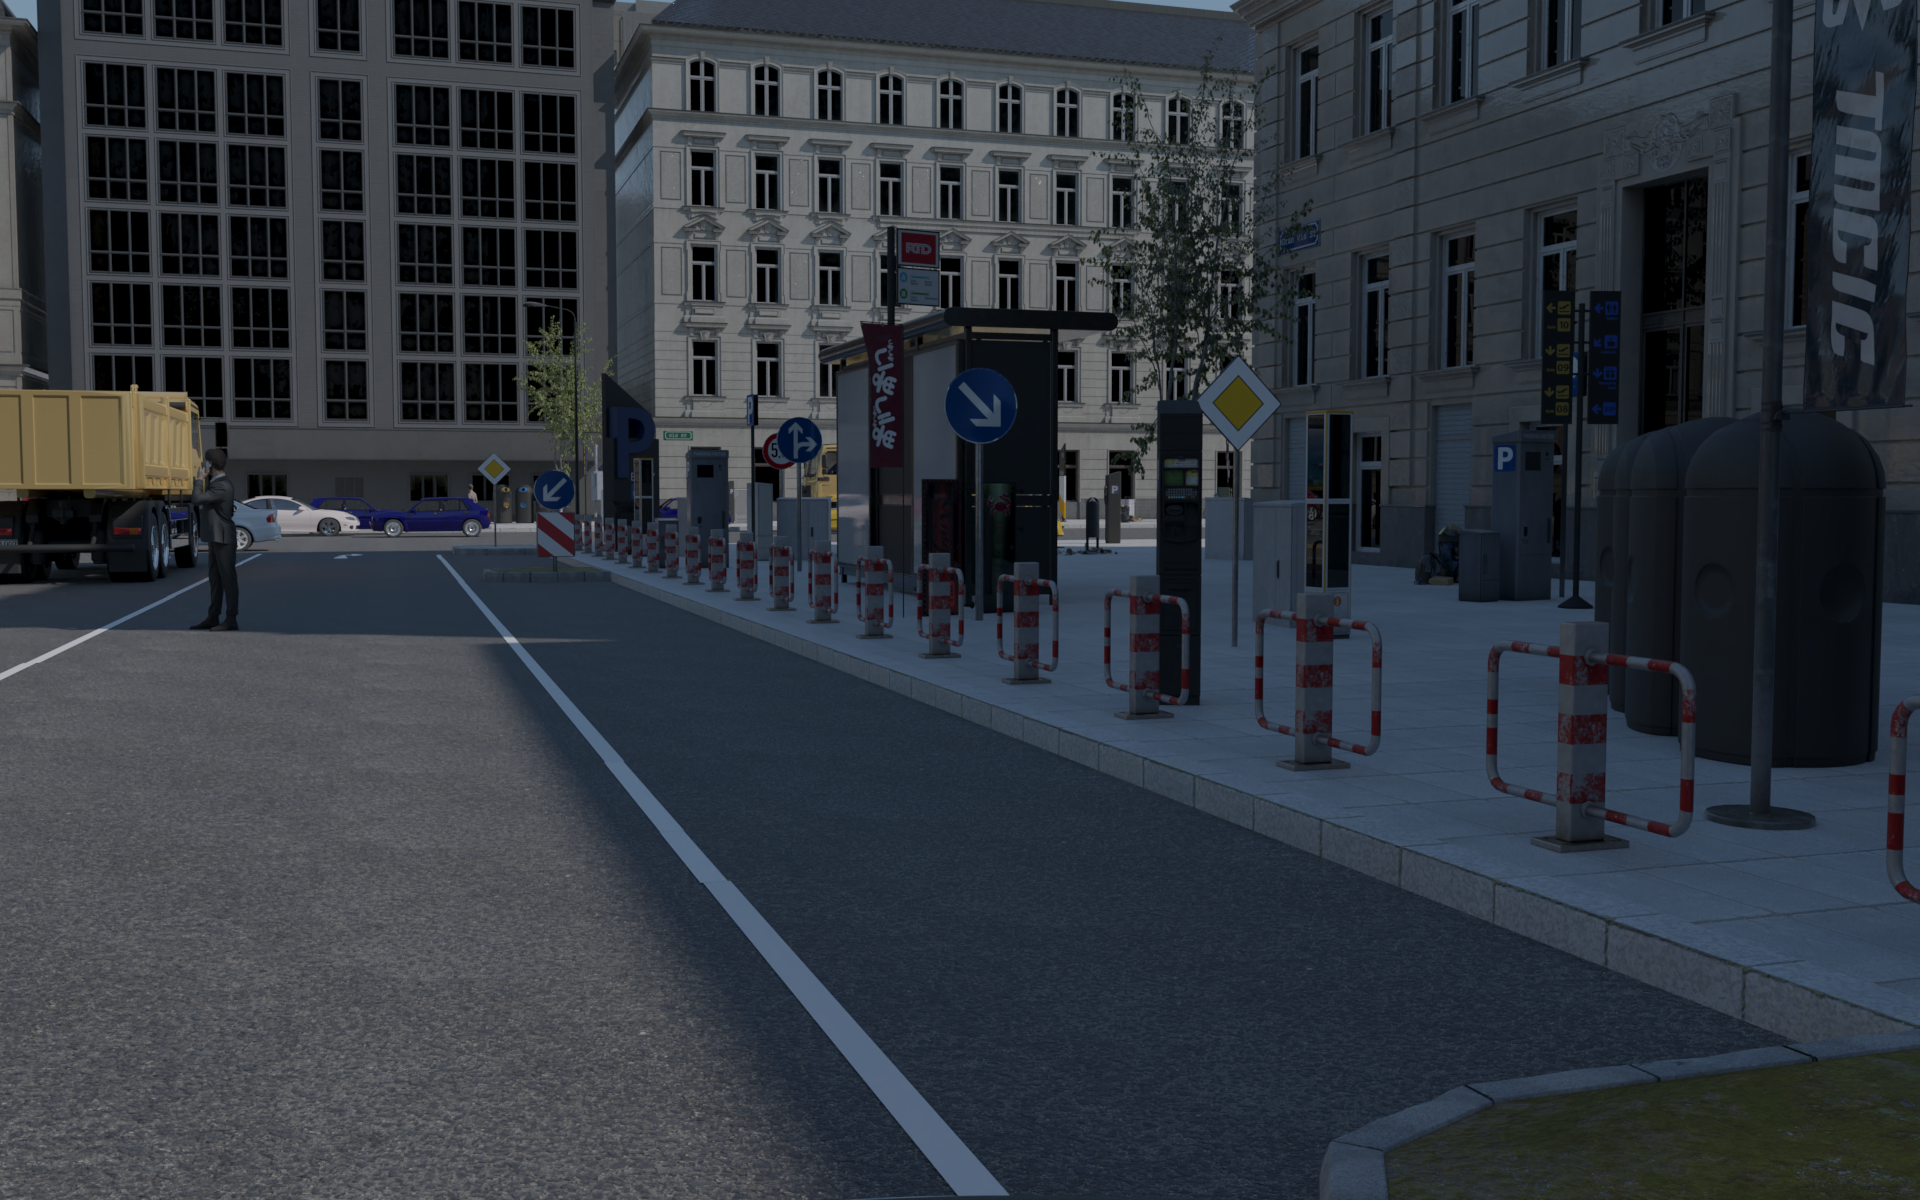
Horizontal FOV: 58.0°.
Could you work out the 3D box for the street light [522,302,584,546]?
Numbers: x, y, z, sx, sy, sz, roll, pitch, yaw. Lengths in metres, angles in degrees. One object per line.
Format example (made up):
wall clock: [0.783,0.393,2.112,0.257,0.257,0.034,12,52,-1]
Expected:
street light: [-9.897,-4.261,42.203,1.470,5.913,1.316,-1,4,-18]

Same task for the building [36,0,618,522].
building: [-28.914,-17.618,81.554,24.014,27.812,14.314,-1,4,-18]

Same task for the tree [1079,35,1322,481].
tree: [3.843,-4.806,28.934,4.360,8.622,3.978,0,3,0]

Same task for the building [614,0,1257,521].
building: [3.828,-19.392,93.474,44.131,29.872,17.030,-1,4,-18]

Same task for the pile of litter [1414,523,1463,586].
pile of litter: [7.256,-0.663,24.809,1.719,0.858,1.176,-1,4,-9]

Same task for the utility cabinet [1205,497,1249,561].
utility cabinet: [5.265,-1.388,33.854,0.306,1.237,1.020,-3,5,-41]

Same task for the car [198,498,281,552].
car: [-19.384,-1.914,43.297,4.499,1.417,2.014,-1,4,-20]

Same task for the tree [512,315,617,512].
tree: [-16.511,-7.469,72.474,4.737,8.622,4.395,0,3,0]

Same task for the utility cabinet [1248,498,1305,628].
utility cabinet: [3.182,-0.358,17.015,0.306,1.237,1.020,-1,4,-11]

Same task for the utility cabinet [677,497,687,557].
utility cabinet: [-5.474,-1.514,35.921,0.306,1.237,1.020,1,4,22]

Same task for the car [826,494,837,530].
car: [-4.546,-3.203,62.589,3.980,1.641,2.015,-1,4,-19]

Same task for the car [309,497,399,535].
car: [-21.575,-3.007,61.744,3.894,1.354,1.945,-1,4,-19]

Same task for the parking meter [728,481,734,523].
parking meter: [-10.077,-4.279,75.680,0.255,1.863,0.399,2,4,35]

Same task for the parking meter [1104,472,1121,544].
parking meter: [3.948,-2.394,44.846,0.399,1.863,0.255,-1,4,-15]

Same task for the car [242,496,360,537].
car: [-22.937,-2.840,58.796,4.827,1.381,2.083,-1,4,-17]

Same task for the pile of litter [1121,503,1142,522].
pile of litter: [7.913,-4.064,80.404,1.176,0.858,1.719,1,4,17]

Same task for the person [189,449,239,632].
person: [-7.819,-0.628,18.138,0.474,1.900,0.648,-2,4,-28]

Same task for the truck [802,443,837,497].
truck: [-2.028,-4.342,66.914,9.791,3.379,3.469,-1,4,-18]

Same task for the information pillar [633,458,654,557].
information pillar: [-6.481,-1.897,35.515,0.304,2.012,0.304,-2,4,-35]

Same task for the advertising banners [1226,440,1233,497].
advertising banners: [5.950,-2.567,38.153,0.090,3.025,2.074,0,4,5]

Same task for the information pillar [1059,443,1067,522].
information pillar: [4.735,-5.412,79.839,0.183,3.616,0.504,-2,4,-25]

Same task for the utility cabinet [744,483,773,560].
utility cabinet: [-3.893,-1.535,33.778,0.318,1.500,1.173,-1,4,-17]

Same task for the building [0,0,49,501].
building: [-54.948,-14.743,74.332,30.059,22.955,16.112,-1,4,-18]

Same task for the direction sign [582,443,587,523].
direction sign: [-16.655,-5.200,77.021,0.379,3.537,0.876,0,4,-4]

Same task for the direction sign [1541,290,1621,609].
direction sign: [6.924,-1.675,19.377,0.876,3.537,0.379,0,4,-3]

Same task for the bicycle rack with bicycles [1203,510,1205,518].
bicycle rack with bicycles: [13.144,-4.391,85.181,2.925,0.926,2.852,-2,4,-29]

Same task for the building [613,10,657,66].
building: [-26.744,-28.618,151.496,14.154,41.232,14.086,-1,4,-18]

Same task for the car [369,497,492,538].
car: [-17.707,-2.775,57.950,3.894,1.354,1.945,-1,4,-17]

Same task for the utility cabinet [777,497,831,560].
utility cabinet: [-3.026,-1.372,33.587,1.020,1.237,0.306,1,4,9]

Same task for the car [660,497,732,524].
car: [-10.759,-3.276,66.135,3.894,1.354,1.945,-1,4,-17]

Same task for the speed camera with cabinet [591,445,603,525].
speed camera with cabinet: [-14.124,-4.583,69.271,0.660,3.252,2.038,-2,4,-32]

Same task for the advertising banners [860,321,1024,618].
advertising banners: [-0.171,-1.345,18.181,2.074,3.025,0.090,-3,4,-36]

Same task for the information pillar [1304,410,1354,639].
information pillar: [3.269,-0.666,15.375,0.304,2.012,0.304,-2,4,-26]

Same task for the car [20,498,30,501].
car: [-28.914,-3.053,58.585,5.304,1.827,2.281,-1,4,-19]

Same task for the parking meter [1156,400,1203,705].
parking meter: [1.338,-0.299,10.599,0.255,1.863,0.399,0,4,3]

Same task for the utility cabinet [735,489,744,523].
utility cabinet: [-9.159,-4.059,75.048,1.173,1.500,0.318,0,4,-5]

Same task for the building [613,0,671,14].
building: [-29.598,-33.939,174.513,23.786,49.044,30.456,-1,4,-18]

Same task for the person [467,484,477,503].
person: [-17.026,-3.149,60.321,0.374,1.781,0.599,1,4,13]

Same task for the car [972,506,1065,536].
car: [1.157,-2.532,51.628,3.980,1.641,2.015,-1,4,-20]

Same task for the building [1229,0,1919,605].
building: [15.043,-13.936,25.118,12.463,27.353,25.104,-1,4,-18]
